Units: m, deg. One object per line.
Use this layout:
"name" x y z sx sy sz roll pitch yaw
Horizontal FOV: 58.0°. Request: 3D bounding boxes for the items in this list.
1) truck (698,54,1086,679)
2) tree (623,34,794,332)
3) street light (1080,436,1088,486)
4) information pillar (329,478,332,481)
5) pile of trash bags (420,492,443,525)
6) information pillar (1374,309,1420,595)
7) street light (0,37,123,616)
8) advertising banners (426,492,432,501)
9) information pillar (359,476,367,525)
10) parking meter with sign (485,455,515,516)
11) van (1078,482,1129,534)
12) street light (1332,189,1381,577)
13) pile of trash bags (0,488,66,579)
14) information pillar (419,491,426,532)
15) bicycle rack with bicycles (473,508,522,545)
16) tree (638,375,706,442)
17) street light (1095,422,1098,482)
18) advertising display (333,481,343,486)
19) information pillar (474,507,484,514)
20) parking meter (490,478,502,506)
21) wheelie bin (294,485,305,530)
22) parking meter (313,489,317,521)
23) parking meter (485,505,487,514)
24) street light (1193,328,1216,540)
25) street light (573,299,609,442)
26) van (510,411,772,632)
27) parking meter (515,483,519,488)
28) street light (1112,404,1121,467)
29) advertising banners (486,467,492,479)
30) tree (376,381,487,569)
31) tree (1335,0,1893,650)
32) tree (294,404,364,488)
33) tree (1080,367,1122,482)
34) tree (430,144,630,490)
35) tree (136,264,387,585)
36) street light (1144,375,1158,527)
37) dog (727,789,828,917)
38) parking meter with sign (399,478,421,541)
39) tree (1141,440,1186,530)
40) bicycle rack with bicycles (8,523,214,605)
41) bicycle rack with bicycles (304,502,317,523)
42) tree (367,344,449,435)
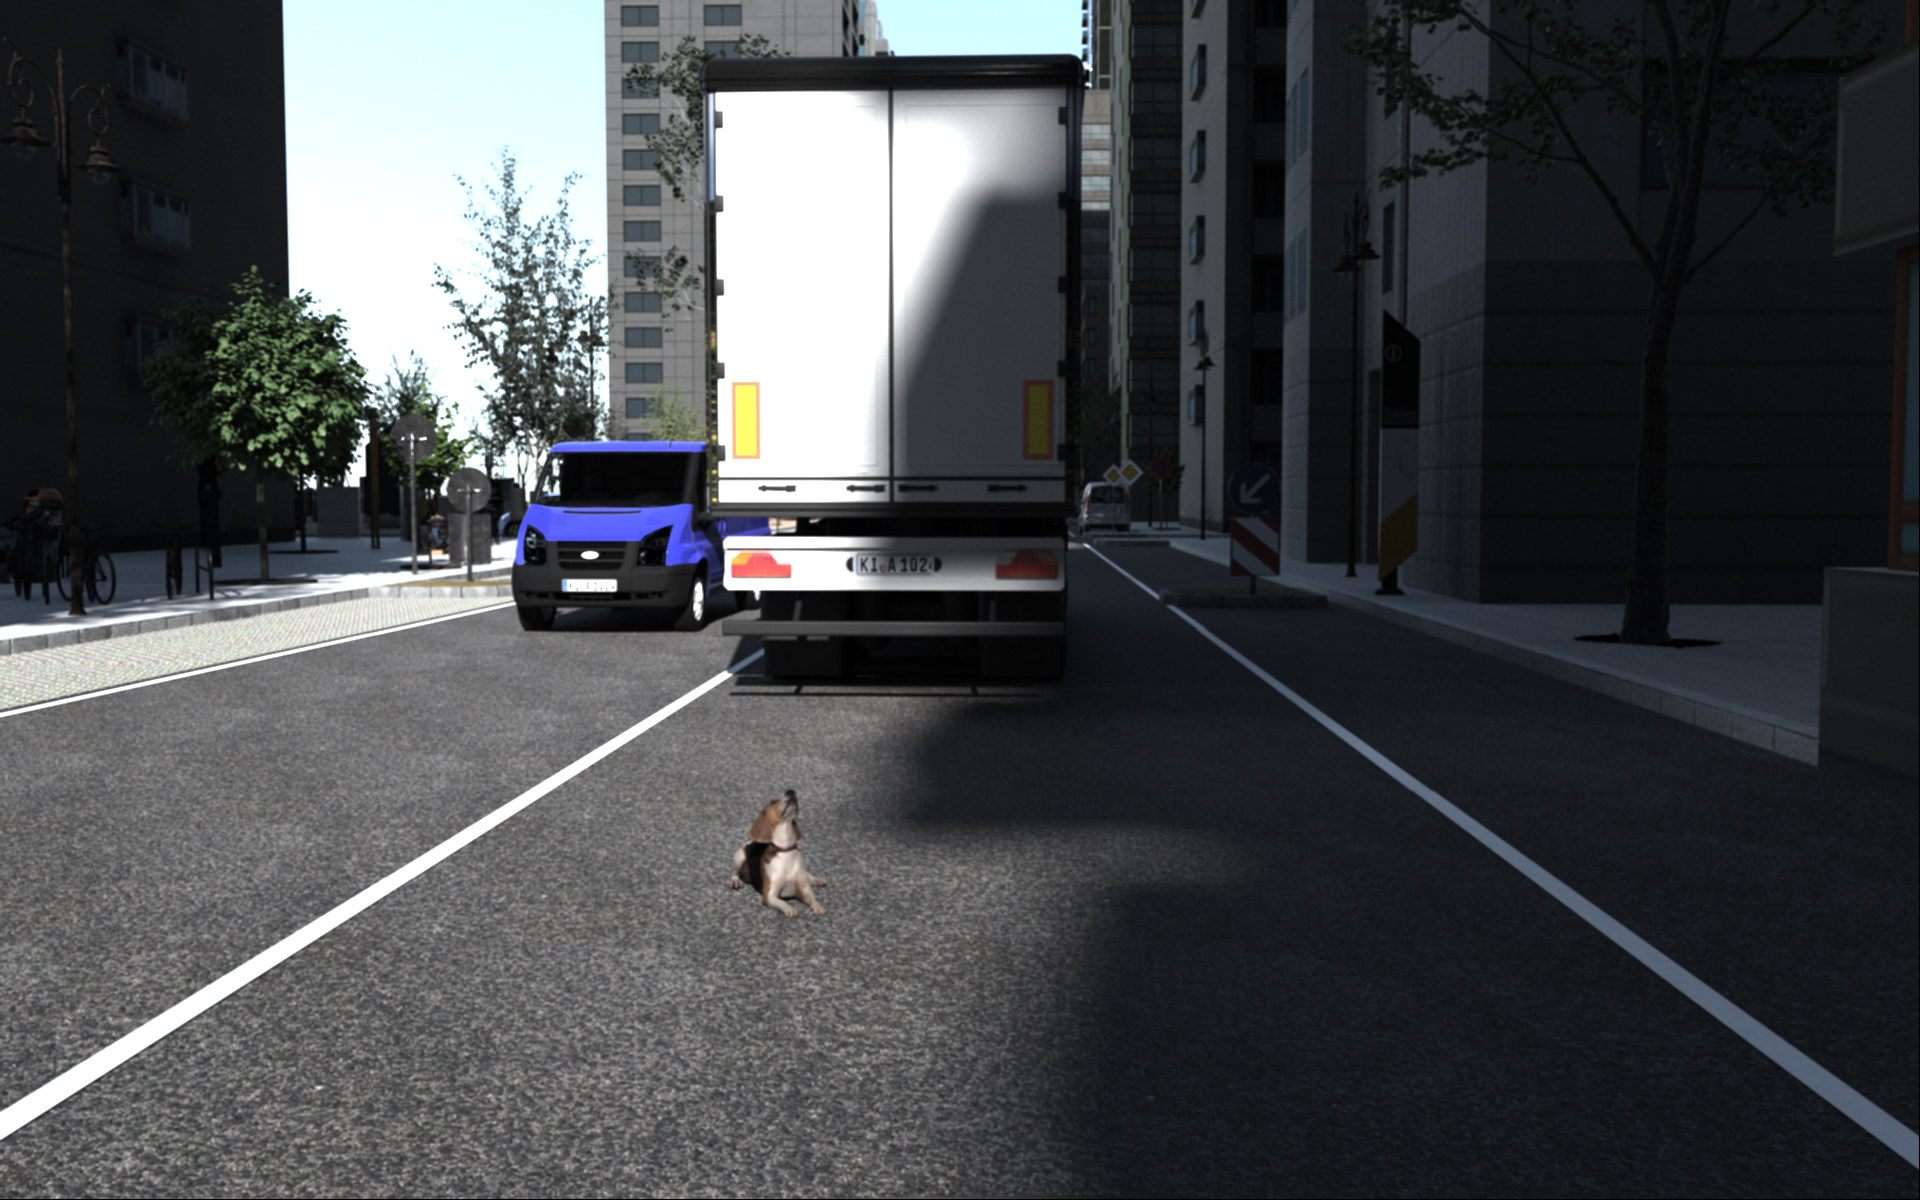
"truck" -0.169 -1.700 16.716 2.839 4.237 11.283 0 4 3
"tree" -7.391 -13.081 69.770 12.611 20.169 13.585 0 3 0
"street light" 9.520 -9.711 131.556 0.468 5.910 1.993 0 4 2
"information pillar" -48.218 -8.635 132.534 0.183 3.616 0.504 1 4 19
"pile of trash bags" -23.439 -4.173 77.979 1.912 1.369 3.447 1 4 19
"information pillar" 5.558 -1.873 21.979 0.504 3.616 0.183 0 4 3
"street light" -9.356 -2.777 18.186 0.468 5.910 1.993 0 4 2
"advertising banners" -27.690 -5.713 89.594 0.090 3.025 2.074 0 4 1
"information pillar" -24.732 -4.127 71.962 0.304 2.012 0.304 3 5 44
"parking meter with sign" -20.376 -4.982 77.709 1.738 3.016 0.543 1 4 15
"van" 5.097 -3.324 61.358 2.013 2.044 4.112 0 4 1
"street light" 6.070 -3.297 26.690 0.468 5.910 1.993 0 4 2
"pile of trash bags" -14.974 -1.051 26.930 3.447 1.369 1.912 2 4 33
"information pillar" -18.442 -4.133 58.925 0.504 3.616 0.183 0 4 -6
"bicycle rack with bicycles" -11.319 -1.825 43.220 2.852 0.926 2.925 0 4 5
"tree" -17.943 -9.658 108.273 4.737 8.622 4.395 0 3 0
"street light" 8.685 -8.411 110.312 0.468 5.910 1.993 0 4 2
"advertising display" -30.083 -4.804 83.759 0.123 1.923 0.974 0 4 2
"information pillar" -18.759 -3.853 67.485 0.304 2.012 0.304 -3 4 -38
"parking meter" -17.059 -3.547 63.709 0.399 1.863 0.255 0 4 7
"wheelie bin" -23.749 -3.287 61.653 0.693 1.594 0.980 -3 5 -41
"parking meter" -30.121 -4.450 81.173 0.372 1.533 0.369 0 3 0
"parking meter" -27.684 -5.701 101.622 0.372 1.533 0.369 0 3 0
"street light" 6.821 -4.628 48.455 0.468 5.910 1.993 0 4 2
"street light" -8.631 -4.152 40.671 0.468 5.910 1.993 0 4 2
"van" -3.524 -0.945 19.830 2.240 2.365 5.245 0 4 4
"parking meter" -22.681 -5.060 88.447 0.255 1.863 0.399 1 4 8
"street light" 8.051 -7.088 88.669 0.468 5.910 1.993 0 4 2
"advertising banners" -28.807 -6.850 108.181 2.074 3.025 0.090 2 4 27
"tree" -9.290 -2.159 29.907 1.663 3.219 1.824 0 3 0
"tree" 6.015 -5.423 14.427 9.928 11.665 9.643 0 3 0
"tree" -27.909 -7.367 70.815 4.737 8.622 4.395 0 3 0
"tree" 8.308 -9.120 99.480 4.360 8.622 3.978 0 3 0
"tree" -8.994 -5.277 36.643 4.360 8.622 3.978 0 3 0
"tree" -10.069 -2.522 24.953 4.285 4.588 4.351 0 3 0
"street light" 7.397 -5.774 67.199 0.468 5.910 1.993 0 4 2
"dog" -0.600 0.854 6.237 0.550 0.427 0.748 1 4 22
"parking meter with sign" -15.202 -3.148 47.724 0.543 3.016 1.738 -2 4 -27
"tree" 7.327 -4.149 62.442 1.663 3.219 1.824 0 3 0
"bicycle rack with bicycles" -10.295 -0.471 21.087 2.852 0.926 2.925 -2 4 -28
"bicycle rack with bicycles" -28.939 -3.895 77.063 2.925 0.926 2.852 2 4 34
"tree" -27.026 -8.182 84.131 4.737 8.622 4.395 0 3 0
